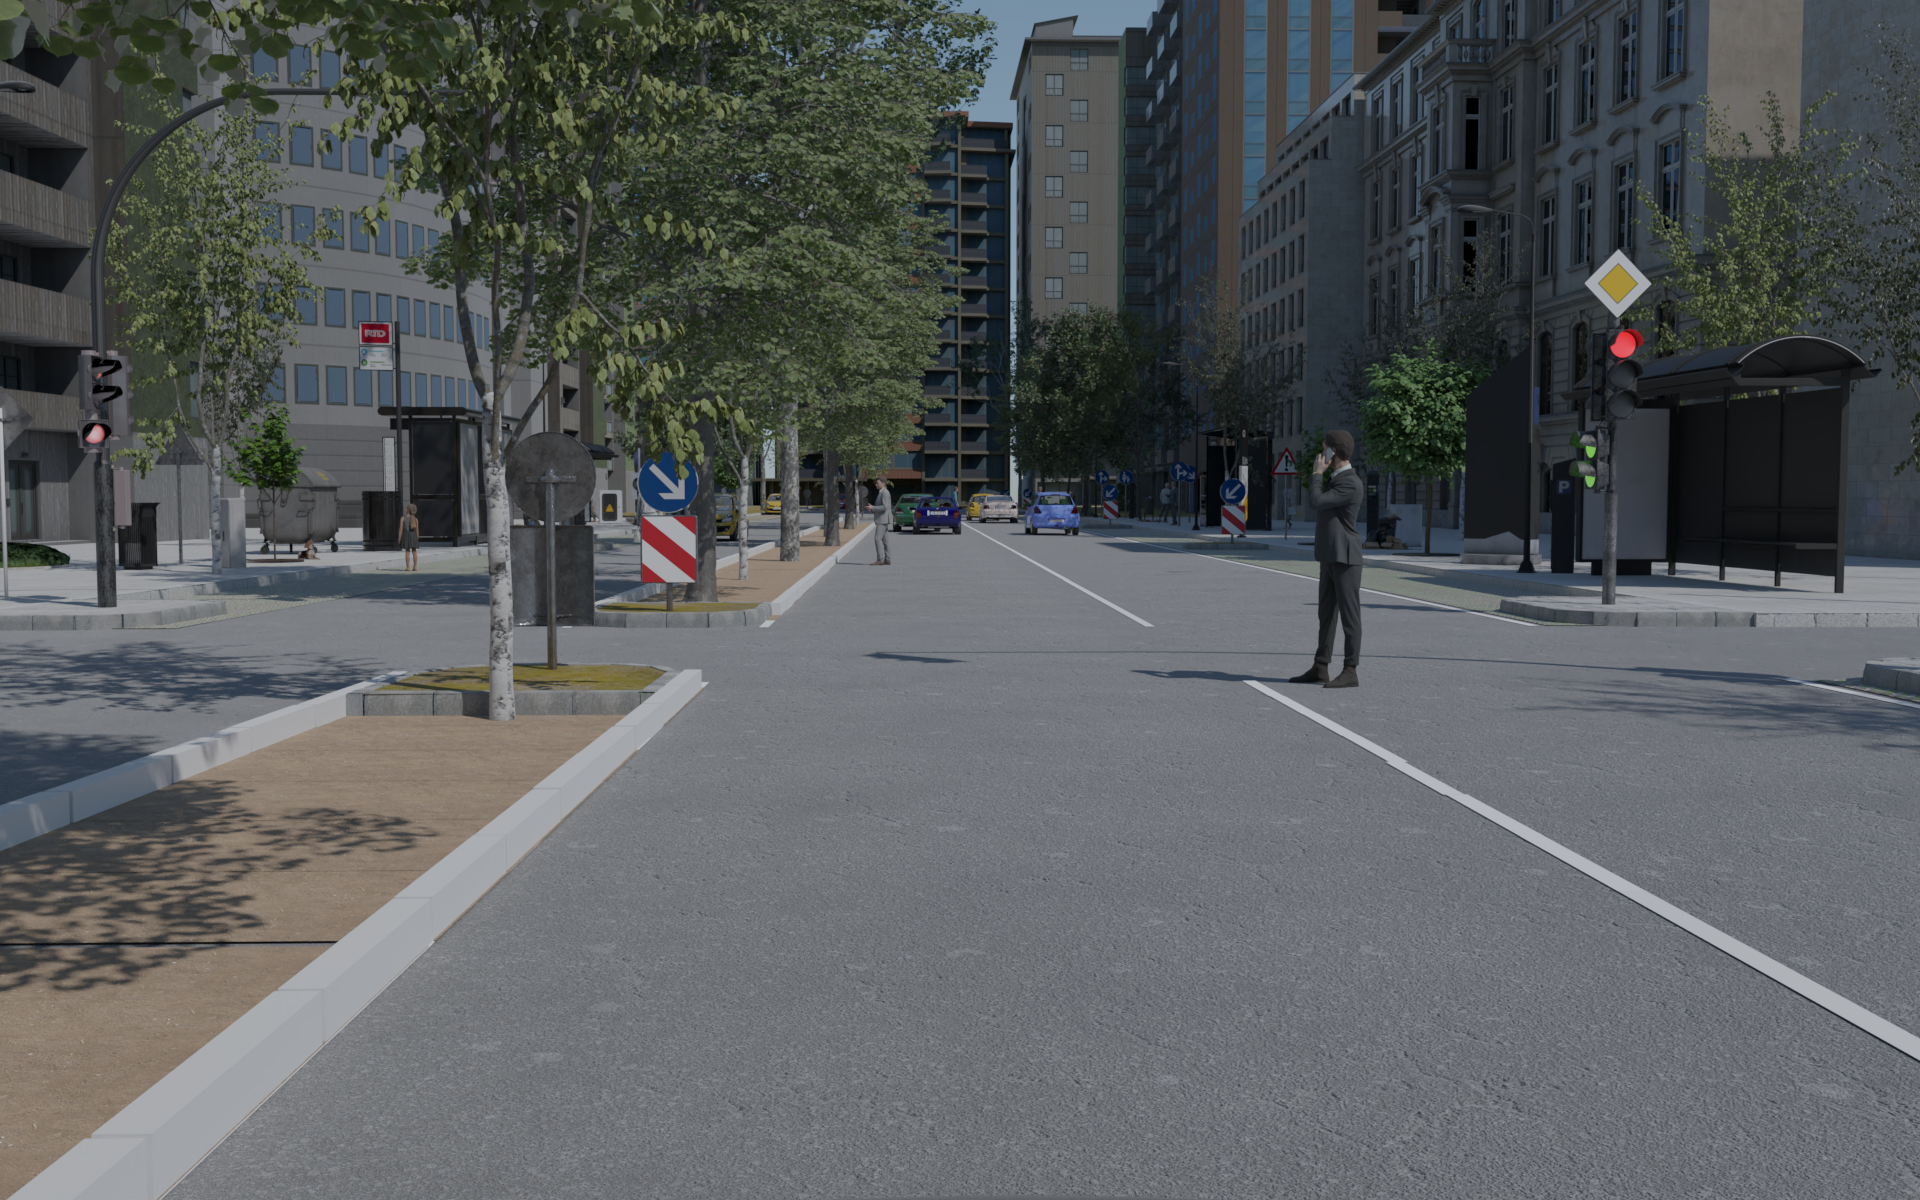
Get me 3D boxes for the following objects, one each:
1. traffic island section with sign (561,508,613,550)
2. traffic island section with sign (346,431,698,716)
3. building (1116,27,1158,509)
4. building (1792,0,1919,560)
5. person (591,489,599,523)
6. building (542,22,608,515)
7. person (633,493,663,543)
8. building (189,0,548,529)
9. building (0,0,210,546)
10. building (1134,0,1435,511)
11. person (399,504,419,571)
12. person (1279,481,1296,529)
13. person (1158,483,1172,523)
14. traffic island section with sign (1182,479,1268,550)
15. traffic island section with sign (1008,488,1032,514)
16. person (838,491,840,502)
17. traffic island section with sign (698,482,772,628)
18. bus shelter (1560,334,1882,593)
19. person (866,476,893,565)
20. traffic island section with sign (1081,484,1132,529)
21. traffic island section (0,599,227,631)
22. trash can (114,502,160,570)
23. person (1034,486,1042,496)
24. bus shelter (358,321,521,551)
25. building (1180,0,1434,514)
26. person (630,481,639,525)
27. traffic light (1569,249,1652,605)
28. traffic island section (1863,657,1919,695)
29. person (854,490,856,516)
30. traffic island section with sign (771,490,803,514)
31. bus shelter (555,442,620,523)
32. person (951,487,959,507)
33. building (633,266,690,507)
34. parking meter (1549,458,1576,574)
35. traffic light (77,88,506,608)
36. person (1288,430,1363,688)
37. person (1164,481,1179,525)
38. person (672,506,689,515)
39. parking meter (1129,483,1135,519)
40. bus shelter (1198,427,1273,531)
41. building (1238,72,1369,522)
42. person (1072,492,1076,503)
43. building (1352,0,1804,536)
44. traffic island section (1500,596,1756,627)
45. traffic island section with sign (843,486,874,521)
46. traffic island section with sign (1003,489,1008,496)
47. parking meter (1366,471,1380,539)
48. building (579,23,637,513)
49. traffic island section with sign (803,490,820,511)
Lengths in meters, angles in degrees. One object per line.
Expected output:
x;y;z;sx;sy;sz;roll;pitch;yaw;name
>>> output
-10.087;-2.223;44.971;1.989;1.847;2.006;0;4;-2;traffic island section with sign
-2.977;-0.240;12.063;2.006;1.907;1.989;0;4;-2;traffic island section with sign
20.979;-28.896;156.039;14.154;41.232;14.086;0;4;-2;building
26.951;-10.897;32.923;16.860;20.320;10.420;0;4;-2;building
-16.567;-4.402;78.135;0.853;1.813;0.709;-1;4;-22;person
-29.082;-20.178;101.610;14.160;30.474;14.107;0;4;-2;building
-6.223;-1.595;34.939;0.694;1.780;0.624;0;4;7;person
-31.746;-32.619;75.313;21.231;58.520;28.212;0;4;-2;building
-28.448;-16.529;41.956;14.160;30.474;14.107;0;4;-2;building
26.467;-31.444;133.721;23.786;49.044;30.456;0;4;-2;building
-10.190;-1.153;32.013;0.362;1.253;0.373;-2;4;-32;person
12.113;-3.518;63.920;0.624;1.780;0.694;-2;4;-26;person
9.219;-4.310;76.999;0.782;1.767;0.515;3;4;36;person
6.840;-2.223;44.967;1.989;1.847;2.006;0;4;-2;traffic island section with sign
4.610;-6.924;121.829;1.989;1.847;2.006;0;4;-2;traffic island section with sign
-7.525;-6.009;107.272;0.721;1.766;1.217;0;4;1;person
-3.182;-0.693;19.467;2.006;1.907;1.989;0;4;-2;traffic island section with sign
10.583;-1.884;24.730;2.014;3.302;5.546;0;4;-2;bus shelter
-1.650;-1.605;34.934;0.583;1.804;0.606;-1;4;-11;person
6.056;-3.871;71.911;1.989;1.847;2.006;0;4;-2;traffic island section with sign
-9.680;0.162;19.624;2.009;0.180;2.903;0;4;-2;traffic island section
-13.971;-1.087;29.418;0.748;1.137;0.748;0;3;0;trash can
3.705;-4.442;81.312;0.419;1.800;0.721;3;5;42;person
-12.925;-3.994;42.939;2.179;5.291;8.768;0;4;-2;bus shelter
22.199;-28.193;111.061;14.600;45.320;14.200;0;4;-2;building
-13.172;-3.994;71.118;0.755;1.850;0.659;0;4;-6;person
7.514;-1.901;20.001;0.839;4.253;0.868;0;4;-2;traffic light
7.785;0.621;12.135;2.009;0.180;2.903;0;4;-2;traffic island section
-6.543;-6.214;110.892;0.721;1.735;1.217;0;4;3;person
-12.303;-6.922;121.809;1.989;1.847;2.006;0;4;-2;traffic island section with sign
-14.833;-4.533;68.035;2.014;3.302;5.546;0;4;-2;bus shelter
-0.292;-4.547;83.180;0.444;1.785;0.601;-1;4;-15;person
-38.041;-18.505;147.588;28.899;21.520;27.650;0;4;-2;building
9.751;-1.367;28.055;0.399;1.863;0.255;1;4;17;parking meter
-7.551;-2.747;19.586;4.771;5.953;1.251;0;4;-2;traffic light
2.750;-0.306;12.870;0.474;1.900;0.648;0;4;-2;person
8.762;-3.999;71.604;0.590;1.801;0.661;-2;4;-24;person
-6.661;-1.976;41.235;0.576;1.772;0.534;1;4;17;person
8.909;-5.142;89.786;0.255;1.863;0.399;0;4;3;parking meter
10.019;-4.407;63.339;1.731;3.624;6.357;0;4;-2;bus shelter
20.757;-14.226;87.347;10.420;20.320;16.860;0;4;-2;building
11.505;-10.062;174.477;0.415;1.643;0.593;-1;4;-9;person
23.732;-14.815;61.309;14.460;24.649;34.723;0;4;-2;building
7.554;0.132;20.116;2.009;0.180;2.903;0;4;-2;traffic island section
-5.365;-5.287;94.574;2.006;1.907;1.989;0;4;-2;traffic island section with sign
3.841;-8.572;148.773;1.989;1.847;2.006;0;4;-2;traffic island section with sign
10.308;-2.295;43.233;0.255;1.863;0.399;1;4;22;parking meter
-29.803;-26.406;115.336;14.154;41.232;14.086;0;4;-2;building
-13.125;-8.626;149.655;1.989;1.847;2.006;0;4;-2;traffic island section with sign
